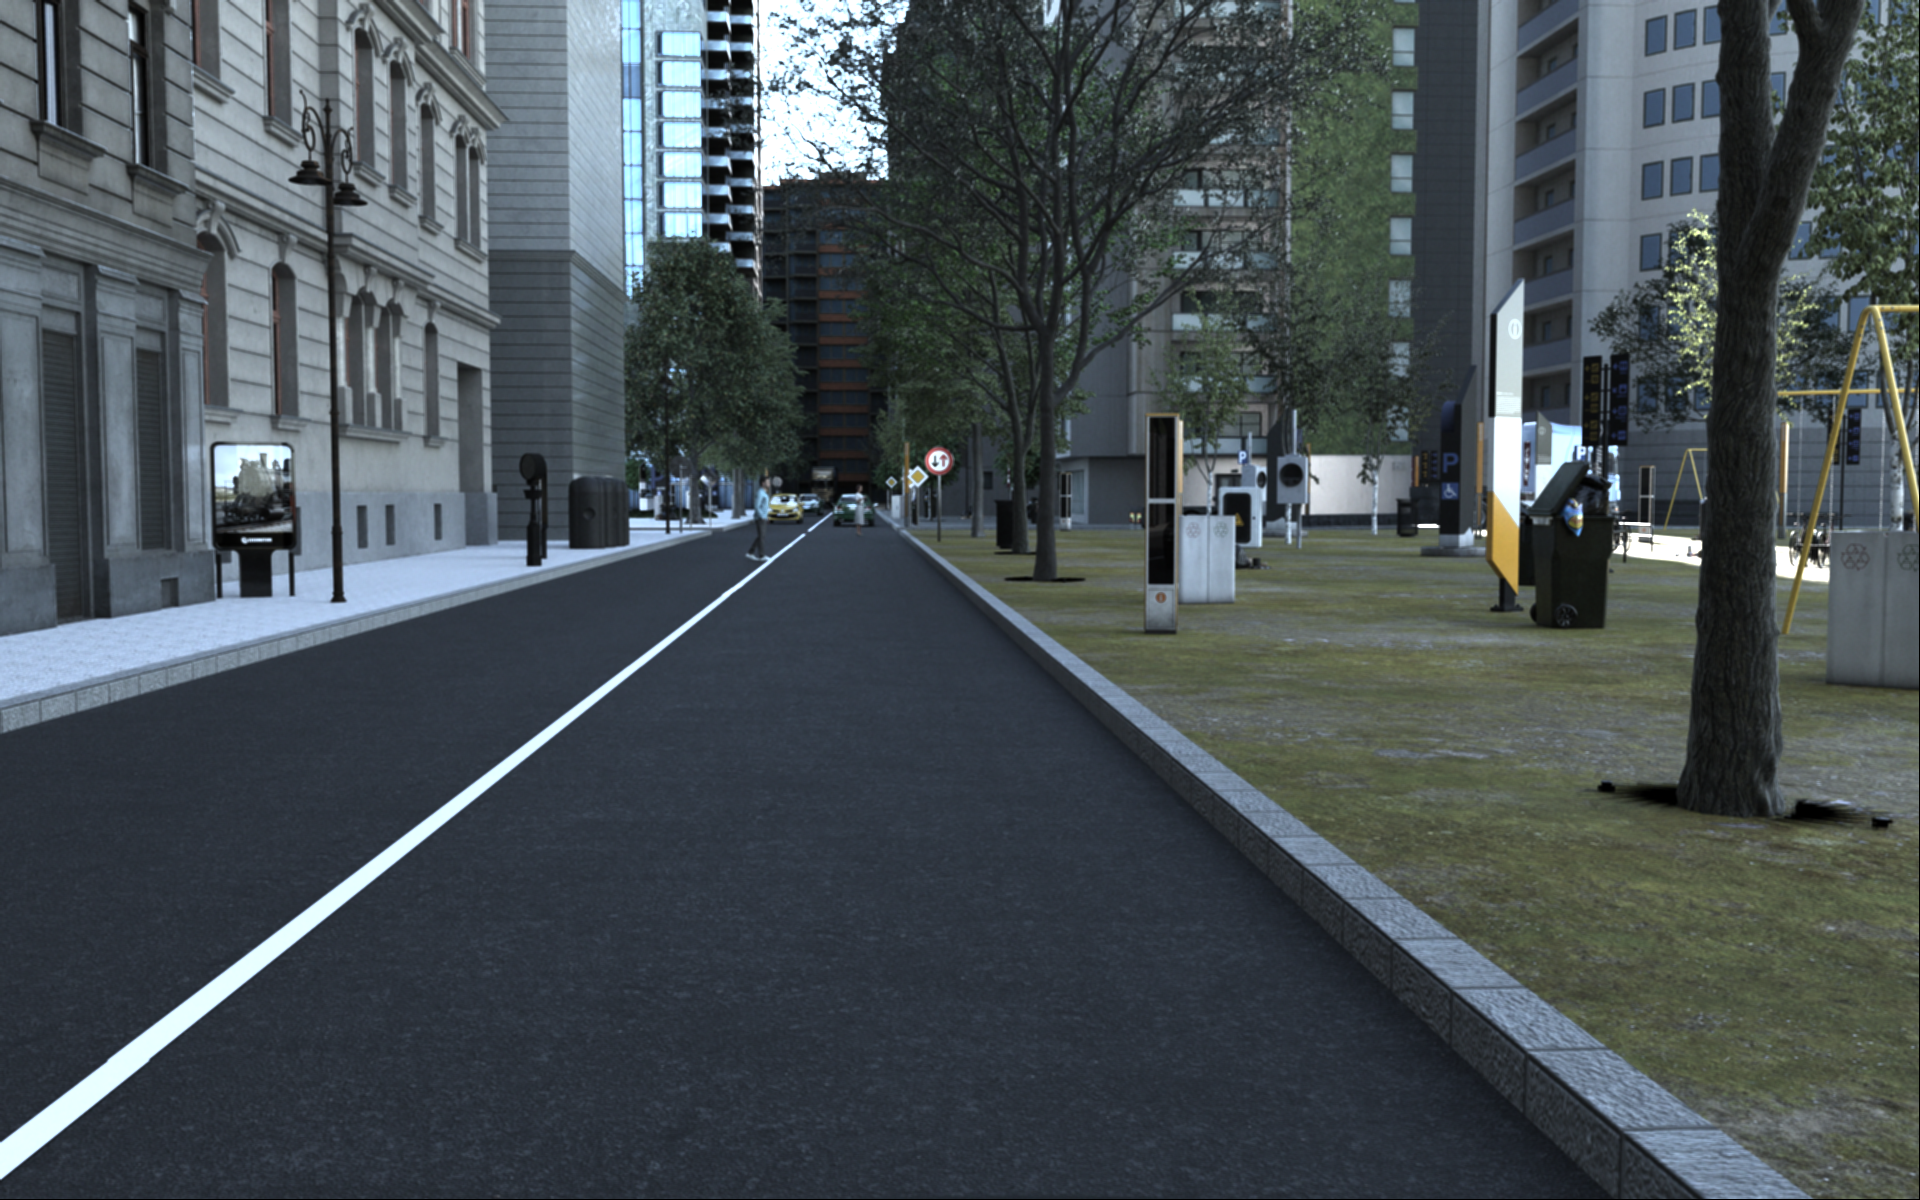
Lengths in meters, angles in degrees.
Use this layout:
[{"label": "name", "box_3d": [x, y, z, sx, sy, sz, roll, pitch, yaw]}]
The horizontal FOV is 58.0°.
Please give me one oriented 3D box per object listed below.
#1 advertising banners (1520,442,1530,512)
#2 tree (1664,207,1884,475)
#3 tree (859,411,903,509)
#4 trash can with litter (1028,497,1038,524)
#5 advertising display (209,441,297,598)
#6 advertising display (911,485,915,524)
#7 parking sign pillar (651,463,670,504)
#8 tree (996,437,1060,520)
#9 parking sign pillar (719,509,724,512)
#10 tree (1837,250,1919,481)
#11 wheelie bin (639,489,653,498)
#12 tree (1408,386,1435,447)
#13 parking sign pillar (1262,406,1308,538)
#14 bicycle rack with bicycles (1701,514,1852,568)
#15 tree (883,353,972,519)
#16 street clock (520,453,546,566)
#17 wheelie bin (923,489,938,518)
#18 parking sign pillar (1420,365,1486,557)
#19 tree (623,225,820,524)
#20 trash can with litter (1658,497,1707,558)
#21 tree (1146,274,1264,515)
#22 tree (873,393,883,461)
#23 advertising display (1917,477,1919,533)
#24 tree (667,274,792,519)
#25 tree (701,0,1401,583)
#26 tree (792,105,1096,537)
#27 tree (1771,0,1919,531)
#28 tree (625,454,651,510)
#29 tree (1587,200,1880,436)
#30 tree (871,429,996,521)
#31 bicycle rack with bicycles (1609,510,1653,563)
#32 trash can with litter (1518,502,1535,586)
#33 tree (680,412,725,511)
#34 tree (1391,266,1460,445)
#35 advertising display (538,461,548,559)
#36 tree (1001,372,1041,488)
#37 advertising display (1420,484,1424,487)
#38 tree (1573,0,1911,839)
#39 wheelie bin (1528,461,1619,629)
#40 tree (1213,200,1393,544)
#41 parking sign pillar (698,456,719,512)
[{"label": "advertising banners", "box_3d": [18.911, -3.825, 58.729, 0.090, 3.025, 2.074, 0, 4, -3]}, {"label": "tree", "box_3d": [18.868, -5.595, 41.841, 4.360, 8.622, 3.978, 0, 3, 0]}, {"label": "tree", "box_3d": [-6.569, -12.333, 152.008, 4.360, 8.622, 3.978, 0, 3, 0]}, {"label": "trash can with litter", "box_3d": [3.500, -3.877, 74.781, 1.055, 1.170, 0.624, -2, 4, -24]}, {"label": "advertising display", "box_3d": [-8.765, -0.996, 21.504, 0.974, 1.923, 0.123, -2, 4, -32]}, {"label": "advertising display", "box_3d": [-1.930, -4.189, 73.711, 0.123, 1.923, 0.974, -1, 4, -13]}, {"label": "parking sign pillar", "box_3d": [-20.900, -8.095, 120.828, 1.447, 3.967, 1.447, 1, 4, 20]}, {"label": "tree", "box_3d": [3.206, -6.279, 86.367, 4.285, 4.588, 4.351, 0, 3, 0]}, {"label": "parking sign pillar", "box_3d": [-17.834, -8.369, 125.308, 1.447, 3.967, 1.447, -1, 4, -15]}, {"label": "tree", "box_3d": [24.452, -5.596, 41.860, 4.360, 8.622, 3.978, 0, 3, 0]}, {"label": "wheelie bin", "box_3d": [-21.038, -6.604, 115.887, 0.980, 1.594, 0.693, 1, 4, 9]}, {"label": "tree", "box_3d": [20.764, -8.238, 85.049, 4.737, 8.622, 4.395, 0, 3, 0]}, {"label": "parking sign pillar", "box_3d": [9.683, -3.869, 51.727, 1.447, 3.967, 1.447, -1, 4, -22]}, {"label": "bicycle rack with bicycles", "box_3d": [14.955, -1.112, 31.559, 2.852, 0.926, 2.925, 3, 5, 44]}, {"label": "tree", "box_3d": [-1.280, -8.423, 88.080, 4.737, 8.622, 4.395, 0, 3, 0]}, {"label": "street clock", "box_3d": [-7.602, -1.608, 30.856, 0.471, 2.002, 0.358, 3, 5, 40]}, {"label": "wheelie bin", "box_3d": [-1.587, -5.268, 94.040, 0.693, 1.594, 0.980, 1, 4, 16]}, {"label": "parking sign pillar", "box_3d": [10.287, -2.893, 35.769, 1.447, 3.967, 1.447, 2, 4, 29]}, {"label": "tree", "box_3d": [-11.506, -9.602, 74.005, 9.611, 12.733, 9.660, 0, 3, 0]}, {"label": "trash can with litter", "box_3d": [15.077, -1.483, 35.313, 1.678, 1.210, 2.233, 2, 4, 26]}, {"label": "tree", "box_3d": [8.376, -6.607, 58.389, 4.737, 8.622, 4.395, 0, 3, 0]}, {"label": "tree", "box_3d": [-2.504, -8.928, 96.341, 4.737, 8.622, 4.395, 0, 3, 0]}, {"label": "advertising display", "box_3d": [26.974, -2.623, 48.094, 0.974, 1.923, 0.123, -1, 4, -15]}, {"label": "tree", "box_3d": [-11.697, -10.490, 89.633, 7.486, 12.596, 7.792, 0, 3, 0]}, {"label": "tree", "box_3d": [1.376, -7.027, 25.257, 12.009, 13.543, 11.850, 0, 3, 0]}, {"label": "tree", "box_3d": [0.103, -8.149, 51.358, 7.486, 12.596, 7.792, 0, 3, 0]}, {"label": "tree", "box_3d": [11.591, -4.320, 20.997, 4.737, 8.622, 4.395, 0, 3, 0]}, {"label": "tree", "box_3d": [-26.313, -9.570, 140.181, 4.285, 4.588, 4.351, 0, 3, 0]}, {"label": "tree", "box_3d": [24.428, -7.333, 54.308, 8.767, 10.594, 7.601, 0, 3, 0]}, {"label": "tree", "box_3d": [-1.328, -6.029, 82.293, 4.285, 4.588, 4.351, 0, 3, 0]}, {"label": "bicycle rack with bicycles", "box_3d": [11.067, -1.142, 32.060, 2.852, 0.926, 2.925, 2, 4, 31]}, {"label": "trash can with litter", "box_3d": [8.242, -0.789, 24.293, 1.055, 1.170, 0.624, 2, 4, 32]}, {"label": "tree", "box_3d": [-17.131, -10.190, 116.973, 4.737, 8.622, 4.395, 0, 3, 0]}, {"label": "tree", "box_3d": [13.406, -6.398, 54.963, 4.360, 8.622, 3.978, 0, 3, 0]}, {"label": "advertising display", "box_3d": [-8.350, -1.801, 34.664, 0.123, 1.923, 0.974, -1, 4, -17]}, {"label": "tree", "box_3d": [4.640, -9.003, 97.559, 4.360, 8.622, 3.978, 0, 3, 0]}, {"label": "advertising display", "box_3d": [30.921, -6.777, 116.016, 0.123, 1.923, 0.974, 0, 4, 8]}, {"label": "tree", "box_3d": [3.319, -4.950, 6.684, 9.928, 11.665, 9.643, 0, 3, 0]}, {"label": "wheelie bin", "box_3d": [5.926, -0.541, 16.760, 0.693, 1.594, 0.980, 0, 4, -2]}, {"label": "tree", "box_3d": [8.678, -5.744, 44.271, 4.360, 8.622, 3.978, 0, 3, 0]}, {"label": "parking sign pillar", "box_3d": [-18.043, -8.152, 121.751, 1.447, 3.967, 1.447, 0, 4, 7]}]
